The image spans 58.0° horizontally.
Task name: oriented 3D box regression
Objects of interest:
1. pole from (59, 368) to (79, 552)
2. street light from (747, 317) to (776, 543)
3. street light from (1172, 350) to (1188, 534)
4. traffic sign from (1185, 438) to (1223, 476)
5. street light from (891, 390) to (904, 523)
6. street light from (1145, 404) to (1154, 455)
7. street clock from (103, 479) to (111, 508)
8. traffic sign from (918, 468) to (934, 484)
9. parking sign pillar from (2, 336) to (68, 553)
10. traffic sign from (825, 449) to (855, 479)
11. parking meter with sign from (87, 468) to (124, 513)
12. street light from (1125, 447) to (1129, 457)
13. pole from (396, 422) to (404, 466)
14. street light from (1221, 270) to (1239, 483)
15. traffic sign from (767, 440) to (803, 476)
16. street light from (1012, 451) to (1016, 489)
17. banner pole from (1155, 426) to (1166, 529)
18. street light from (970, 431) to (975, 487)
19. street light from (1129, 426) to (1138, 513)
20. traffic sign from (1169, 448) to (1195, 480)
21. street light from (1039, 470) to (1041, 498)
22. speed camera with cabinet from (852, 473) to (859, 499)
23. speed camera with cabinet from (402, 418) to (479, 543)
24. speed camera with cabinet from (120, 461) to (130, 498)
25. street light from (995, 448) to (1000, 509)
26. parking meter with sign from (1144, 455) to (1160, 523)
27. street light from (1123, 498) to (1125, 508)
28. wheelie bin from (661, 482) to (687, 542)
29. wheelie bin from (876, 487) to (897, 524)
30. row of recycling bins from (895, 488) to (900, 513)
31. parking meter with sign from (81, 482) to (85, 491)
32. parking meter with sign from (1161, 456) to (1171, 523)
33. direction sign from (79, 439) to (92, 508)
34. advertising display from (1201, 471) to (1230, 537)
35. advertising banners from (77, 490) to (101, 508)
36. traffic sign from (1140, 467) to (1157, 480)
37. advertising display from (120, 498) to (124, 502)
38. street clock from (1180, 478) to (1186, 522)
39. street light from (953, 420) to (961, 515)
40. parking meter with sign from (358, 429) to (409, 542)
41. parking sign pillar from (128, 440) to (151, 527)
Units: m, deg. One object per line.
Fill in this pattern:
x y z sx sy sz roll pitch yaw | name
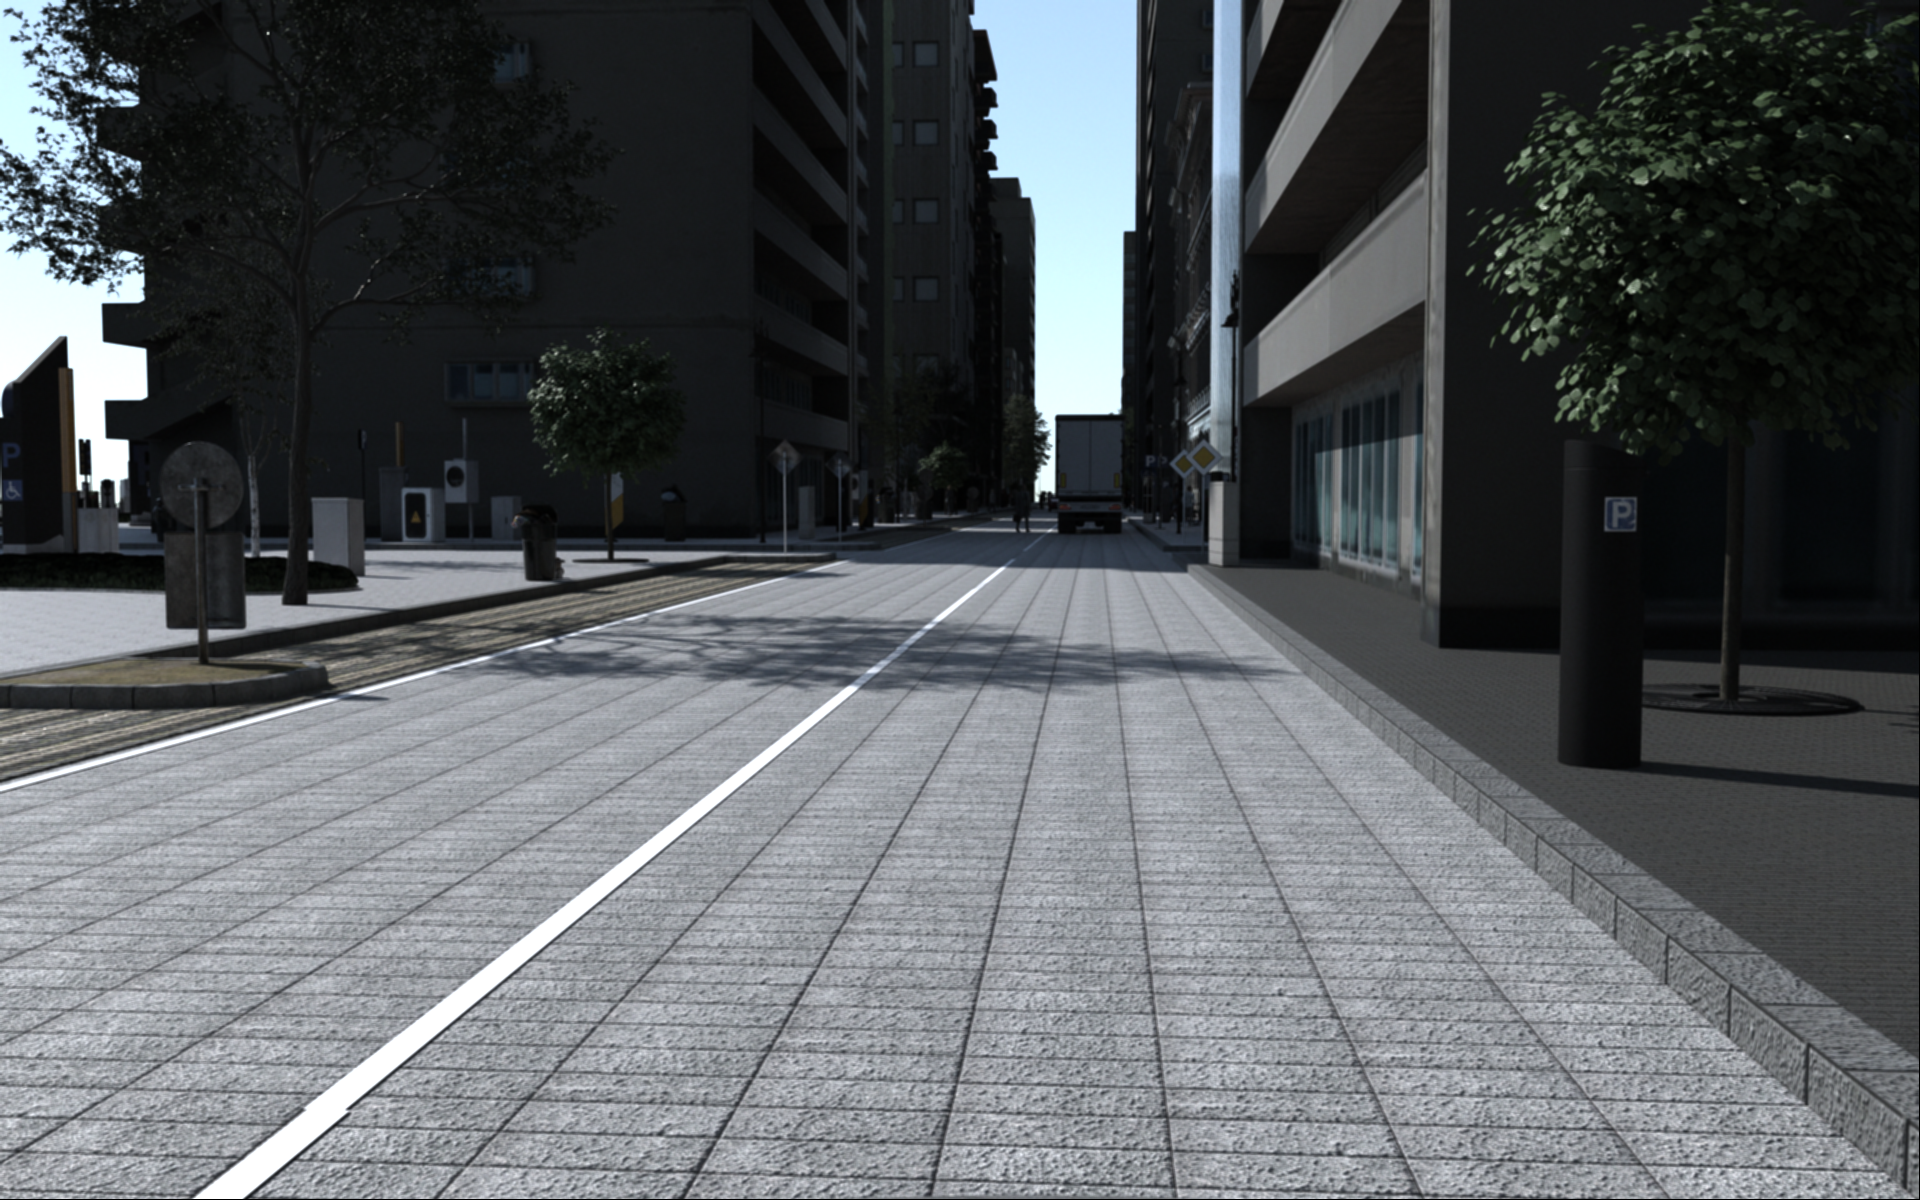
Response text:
-14.459 -2.096 28.108 0.158 3.312 0.155 0 3 0 | pole
-5.176 -4.433 45.273 0.468 5.910 1.993 0 4 4 | street light
7.087 -5.084 55.906 0.468 5.910 1.993 0 4 4 | street light
5.117 -2.084 36.262 0.795 2.593 0.064 0 4 4 | traffic sign
-2.763 -6.377 77.057 0.468 5.910 1.993 0 4 4 | street light
9.559 -7.003 87.284 0.468 5.910 1.993 0 4 4 | street light
-41.286 -4.851 83.886 0.471 2.002 0.358 3 5 44 | street clock
-1.679 -5.193 85.007 0.768 2.556 0.104 1 4 13 | traffic sign
-15.439 -2.475 28.937 1.447 3.967 1.447 0 4 6 | parking sign pillar
-3.125 -2.614 44.936 0.795 2.593 0.064 0 4 4 | traffic sign
-46.354 -5.993 94.245 1.738 3.016 0.543 -2 4 -26 | parking meter with sign
13.014 -9.728 131.832 0.468 5.910 1.993 0 4 4 | street light
-15.850 -3.378 49.078 0.158 3.312 0.155 0 3 0 | pole
5.658 -3.855 35.824 0.468 5.910 1.993 0 4 4 | street light
-3.749 -2.128 36.975 0.795 2.593 0.064 0 4 4 | traffic sign
5.778 -12.922 184.068 0.468 5.910 1.993 0 4 4 | street light
7.317 -4.476 63.195 0.401 3.779 0.863 0 4 6 | banner pole
0.858 -9.101 121.593 0.468 5.910 1.993 0 4 4 | street light
11.966 -8.903 118.360 0.468 5.910 1.993 0 4 4 | street light
5.741 -2.571 44.223 0.795 2.593 0.064 0 4 4 | traffic sign
12.293 -17.974 266.660 0.468 5.910 1.993 0 4 4 | street light
-5.065 -5.089 77.542 2.038 3.252 0.660 3 5 41 | speed camera with cabinet
-13.641 -3.123 45.391 2.038 3.252 0.660 1 4 20 | speed camera with cabinet
-49.302 -6.709 104.021 0.660 3.252 2.038 3 4 38 | speed camera with cabinet
3.342 -11.022 152.995 0.468 5.910 1.993 0 4 4 | street light
8.417 -4.900 76.369 0.543 3.016 1.738 0 4 5 | parking meter with sign
15.460 -11.651 163.277 0.468 5.910 1.993 0 4 4 | street light
-7.729 -2.379 46.805 0.693 1.594 0.980 -1 4 -11 | wheelie bin
-3.165 -4.128 75.405 0.980 1.594 0.693 -3 5 -41 | wheelie bin
-4.785 -6.518 113.690 1.069 1.692 3.534 1 4 14 | row of recycling bins
-53.364 -6.697 105.758 0.543 3.016 1.738 -2 4 -30 | parking meter with sign
9.271 -5.033 78.556 0.543 3.016 1.738 0 3 0 | parking meter with sign
-36.011 -4.853 71.351 0.379 3.537 0.876 0 4 2 | direction sign
7.693 -2.868 52.113 0.974 1.923 0.123 -2 4 -27 | advertising display
-38.244 -4.807 74.776 2.074 3.025 0.090 -2 4 -34 | advertising banners
8.447 -4.734 77.514 0.768 2.556 0.104 1 4 14 | traffic sign
-60.050 -7.286 124.332 0.123 1.923 0.974 0 4 -6 | advertising display
10.139 -4.564 79.199 0.358 2.002 0.471 -1 4 -10 | street clock
-0.228 -8.277 108.122 0.468 5.910 1.993 0 4 4 | street light
-15.276 -3.091 46.796 1.738 3.016 0.543 0 4 -4 | parking meter with sign
-32.314 -4.918 68.881 1.447 3.967 1.447 2 4 30 | parking sign pillar
